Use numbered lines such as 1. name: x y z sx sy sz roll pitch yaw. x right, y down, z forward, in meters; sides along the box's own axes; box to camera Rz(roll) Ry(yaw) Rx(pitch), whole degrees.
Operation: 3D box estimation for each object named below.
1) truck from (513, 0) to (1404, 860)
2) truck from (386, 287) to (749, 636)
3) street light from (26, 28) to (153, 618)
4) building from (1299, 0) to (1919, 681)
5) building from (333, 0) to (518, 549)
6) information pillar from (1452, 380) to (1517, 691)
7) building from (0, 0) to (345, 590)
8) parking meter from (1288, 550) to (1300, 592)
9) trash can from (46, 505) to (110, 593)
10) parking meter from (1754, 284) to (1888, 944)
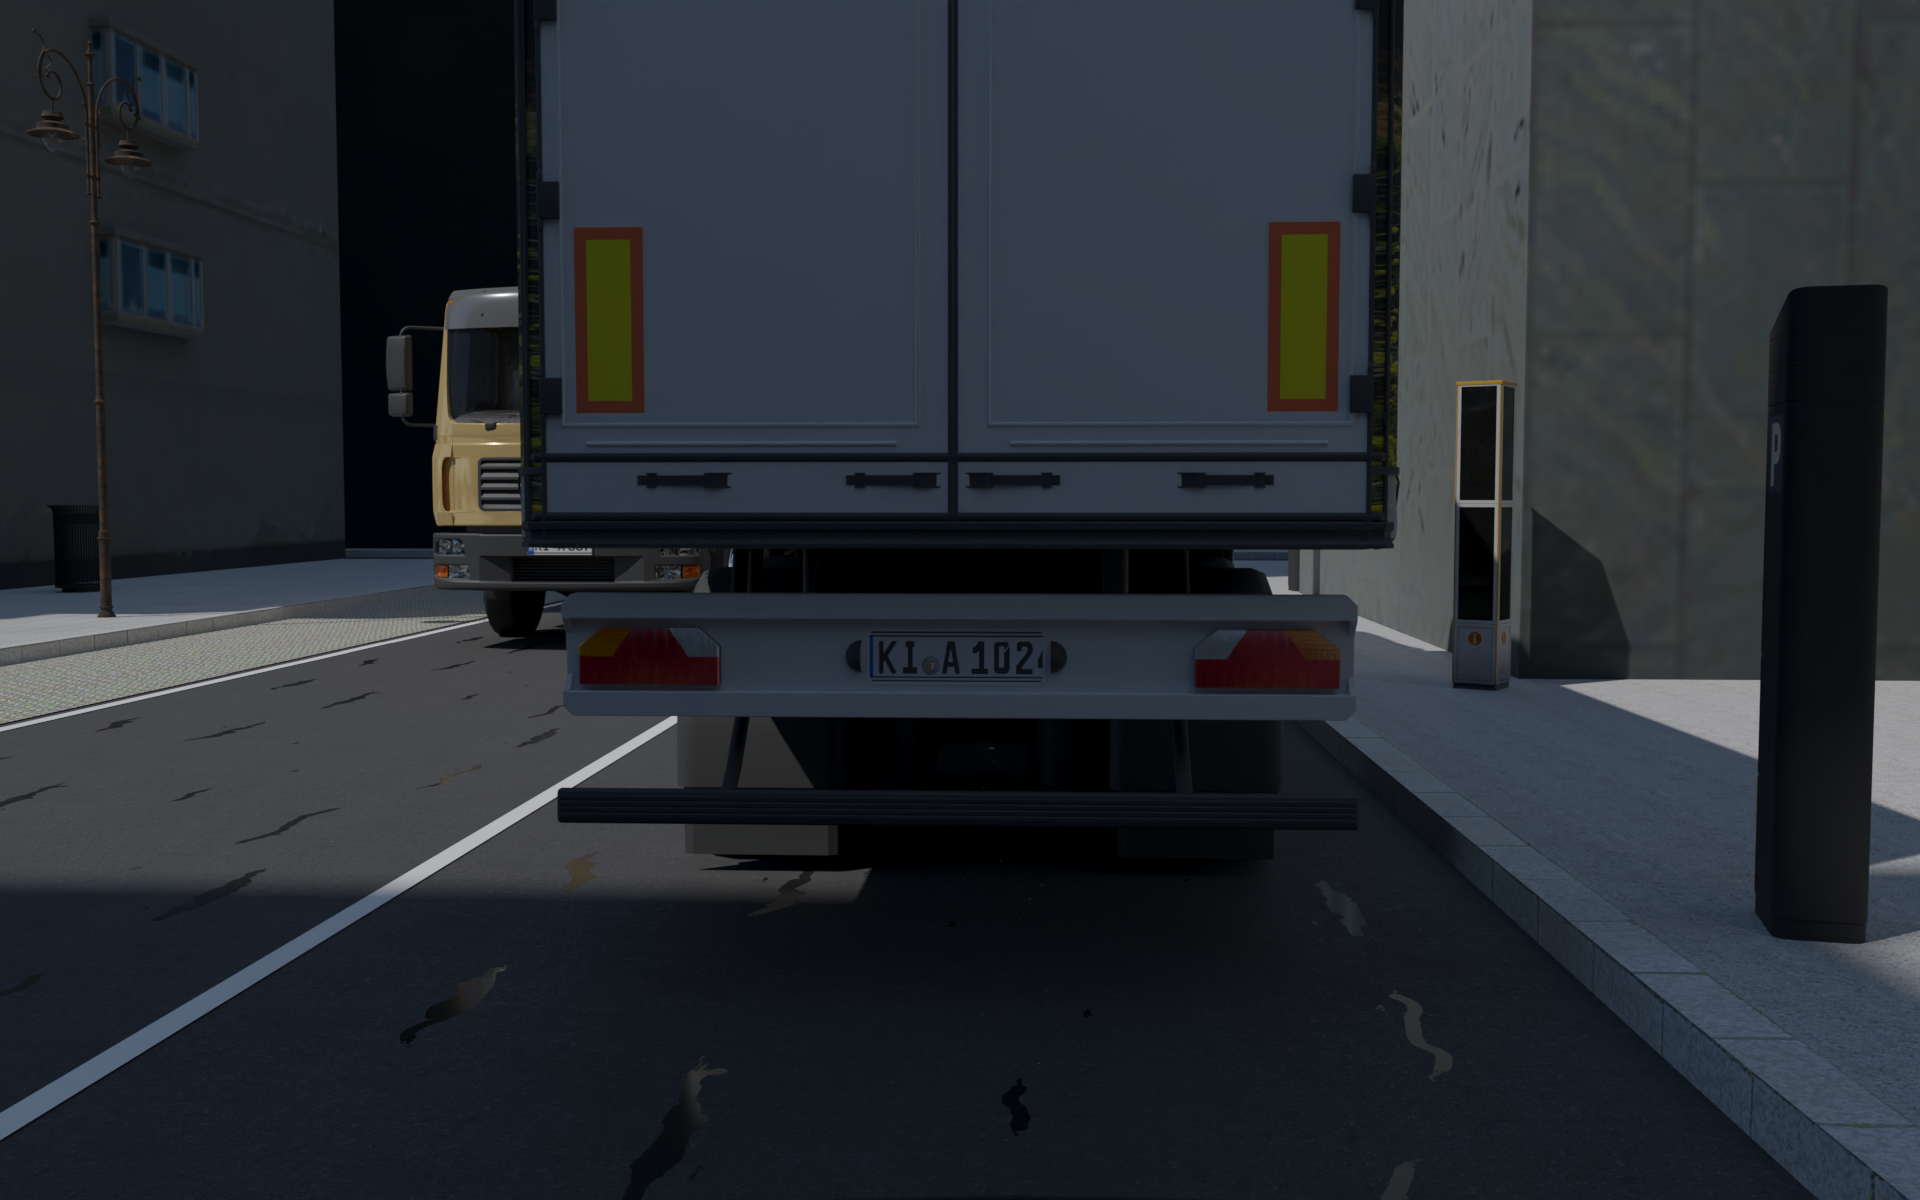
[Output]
1. truck: 0.258 -1.306 10.261 2.839 4.237 11.283 0 4 3
2. truck: -3.340 -1.447 19.590 3.469 3.379 9.791 0 4 4
3. street light: -8.885 -2.756 17.856 0.468 5.910 1.993 0 4 3
4. building: 14.772 -42.273 3.831 22.319 86.520 31.000 0 4 3
5. building: -13.914 -13.346 47.892 12.332 23.373 15.834 0 4 3
6. information pillar: 3.454 -0.424 11.417 0.304 2.012 0.304 2 4 35
7. building: -23.253 -24.416 22.901 21.600 48.544 21.300 0 4 3
8. parking meter: 4.518 -1.052 22.913 0.255 1.863 0.399 0 4 -6
9. trash can: -11.550 -0.677 22.725 0.748 1.137 0.748 0 3 0
10. parking meter: 2.519 0.038 5.088 0.255 1.863 0.399 1 4 16
